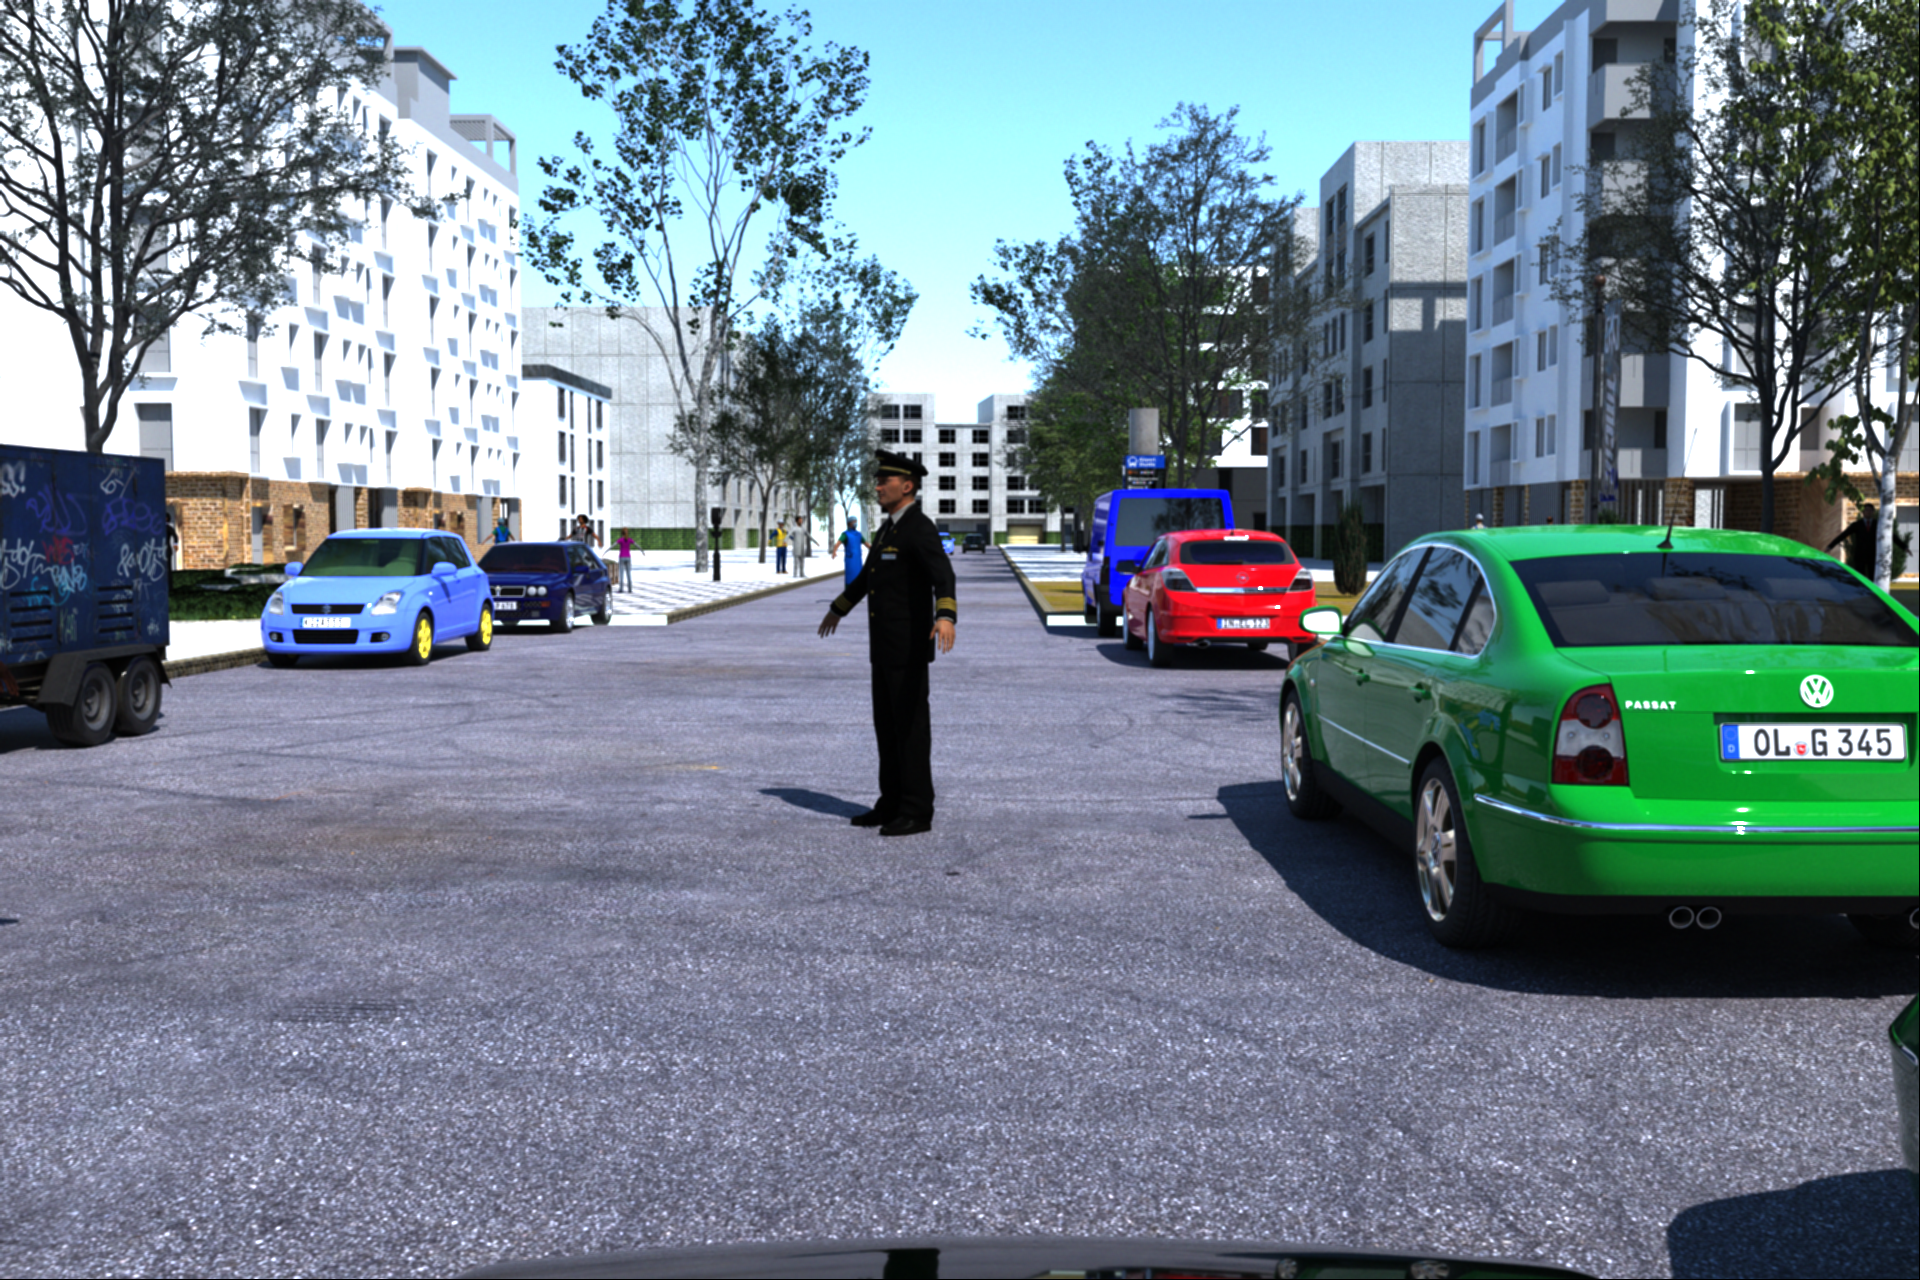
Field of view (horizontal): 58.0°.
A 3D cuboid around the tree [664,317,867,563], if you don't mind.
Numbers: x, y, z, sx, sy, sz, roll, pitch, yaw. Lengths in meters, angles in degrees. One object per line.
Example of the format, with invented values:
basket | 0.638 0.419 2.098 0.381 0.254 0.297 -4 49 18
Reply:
tree | -8.550 -8.600 75.027 8.767 10.594 7.601 -1 4 -21

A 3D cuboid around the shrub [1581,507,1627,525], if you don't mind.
shrub | 17.008 -2.516 45.564 1.690 2.028 1.600 0 3 0

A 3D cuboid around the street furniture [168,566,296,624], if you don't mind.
street furniture | -12.243 -0.877 29.967 5.734 0.657 10.072 1 4 11

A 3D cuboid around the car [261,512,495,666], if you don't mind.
car | -6.636 -0.632 19.933 1.945 1.707 3.694 0 4 1

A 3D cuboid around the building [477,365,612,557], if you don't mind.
building | -24.604 -9.651 99.946 9.099 9.664 28.070 0 4 1

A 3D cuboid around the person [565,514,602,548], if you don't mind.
person | -10.405 -2.540 47.670 1.345 1.843 0.704 1 4 20

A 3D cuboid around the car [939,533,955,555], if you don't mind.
car | -1.293 -6.717 119.410 1.945 1.707 3.694 0 4 1

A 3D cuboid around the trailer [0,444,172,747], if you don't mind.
trailer | -6.530 -0.257 11.244 1.471 1.999 3.904 0 4 1

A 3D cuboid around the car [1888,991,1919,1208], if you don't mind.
car | 2.519 0.656 1.066 2.131 1.459 4.920 0 3 0

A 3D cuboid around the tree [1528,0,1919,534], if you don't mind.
tree | 16.598 -7.627 35.065 12.009 13.543 11.850 0 3 0

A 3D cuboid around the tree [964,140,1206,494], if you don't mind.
tree | 6.131 -14.099 86.404 12.611 20.169 13.585 0 3 0

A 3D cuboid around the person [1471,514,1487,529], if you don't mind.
person | 14.609 -2.628 48.825 1.347 1.847 0.705 0 4 -7

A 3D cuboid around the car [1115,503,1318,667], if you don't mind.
car | 2.933 -0.681 20.171 2.155 1.783 4.494 0 4 0

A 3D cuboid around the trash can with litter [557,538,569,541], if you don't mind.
trash can with litter | -7.115 -1.273 31.867 1.678 1.210 2.233 0 4 2

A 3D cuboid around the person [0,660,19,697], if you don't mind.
person | -3.772 0.184 5.573 1.348 1.813 0.705 0 4 -5

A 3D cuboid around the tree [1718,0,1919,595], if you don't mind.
tree | 9.239 -4.061 16.766 4.737 8.622 4.395 0 3 0

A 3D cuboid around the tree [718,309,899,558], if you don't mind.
tree | -8.129 -11.244 94.210 12.009 13.543 11.850 0 3 0

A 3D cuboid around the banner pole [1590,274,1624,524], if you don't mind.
banner pole | 6.159 -1.625 16.579 0.401 3.779 0.863 0 4 1

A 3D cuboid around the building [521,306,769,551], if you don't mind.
building | -26.924 -17.359 150.272 16.747 18.905 31.486 0 4 1

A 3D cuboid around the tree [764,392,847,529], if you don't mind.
tree | -8.181 -8.171 83.953 4.360 8.622 3.978 0 3 0

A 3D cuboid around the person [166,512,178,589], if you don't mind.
person | -16.630 -1.795 36.064 1.216 1.740 0.721 2 4 34

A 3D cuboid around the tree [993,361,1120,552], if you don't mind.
tree | 7.211 -12.960 122.271 12.009 13.543 11.850 0 3 0

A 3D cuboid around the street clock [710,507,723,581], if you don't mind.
street clock | -6.622 -2.602 47.107 0.358 2.002 0.471 0 3 0

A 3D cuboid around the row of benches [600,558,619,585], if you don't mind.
row of benches | -8.946 -1.684 42.992 1.422 0.672 4.104 0 4 -6

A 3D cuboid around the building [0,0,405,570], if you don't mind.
building | -25.982 -11.943 51.685 16.016 20.090 11.380 0 4 1

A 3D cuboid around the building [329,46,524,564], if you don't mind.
building | -25.862 -12.985 68.721 16.016 20.090 11.380 0 4 1

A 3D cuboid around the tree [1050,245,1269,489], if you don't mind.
tree | 6.965 -8.236 60.411 9.928 11.665 9.643 0 3 0

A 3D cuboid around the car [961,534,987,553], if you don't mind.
car | 1.041 -7.330 129.635 2.009 1.686 4.222 0 4 1

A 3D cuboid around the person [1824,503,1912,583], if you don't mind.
person | 15.410 -1.422 29.430 1.347 1.806 0.705 1 4 21

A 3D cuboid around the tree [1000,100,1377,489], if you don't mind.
tree | 6.329 -8.447 48.485 12.009 13.543 11.850 0 3 0

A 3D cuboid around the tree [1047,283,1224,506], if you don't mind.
tree | 7.348 -9.444 72.532 7.486 12.596 7.792 0 3 0

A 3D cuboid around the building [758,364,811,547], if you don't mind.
building | -26.183 -19.459 184.607 16.747 18.905 31.486 0 4 2

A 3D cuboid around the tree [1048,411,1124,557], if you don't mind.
tree | 7.156 -9.026 97.943 4.737 8.622 4.395 0 3 0

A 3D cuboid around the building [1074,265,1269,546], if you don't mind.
building | 23.558 -18.583 147.806 27.936 21.610 32.646 0 4 1

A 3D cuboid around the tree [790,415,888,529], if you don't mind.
tree | -8.166 -11.725 126.110 8.767 10.594 7.601 -1 4 -23

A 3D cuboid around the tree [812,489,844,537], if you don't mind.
tree | -16.395 -16.423 218.873 4.360 8.622 3.978 0 3 0

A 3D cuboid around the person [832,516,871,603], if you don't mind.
person | -2.213 -1.683 36.109 0.704 1.817 1.347 3 5 43

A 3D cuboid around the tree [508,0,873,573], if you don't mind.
tree | -8.897 -12.368 58.101 12.611 20.169 13.585 0 3 0

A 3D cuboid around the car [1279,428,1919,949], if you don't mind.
car | 2.540 0.088 7.356 1.959 1.807 4.718 0 4 0

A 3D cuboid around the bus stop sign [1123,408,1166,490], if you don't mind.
bus stop sign | 3.866 -2.903 36.472 0.837 3.901 0.837 0 4 2

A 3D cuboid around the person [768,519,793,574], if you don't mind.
person | -5.718 -3.023 55.891 1.216 1.772 0.721 -3 5 -44

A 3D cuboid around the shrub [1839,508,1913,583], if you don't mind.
shrub | 23.512 -2.451 44.499 1.690 2.028 1.600 0 3 0

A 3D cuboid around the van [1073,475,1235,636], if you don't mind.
van | 2.888 -1.315 25.889 2.240 2.365 5.245 0 4 0

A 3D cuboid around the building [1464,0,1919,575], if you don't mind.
building | 23.962 -12.630 62.918 16.016 20.090 11.380 0 4 1

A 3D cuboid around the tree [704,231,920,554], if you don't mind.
tree | -9.214 -15.508 109.446 12.611 20.169 13.585 0 3 0

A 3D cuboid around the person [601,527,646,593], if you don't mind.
person | -7.279 -1.729 37.542 0.991 1.433 0.599 -2 4 -27

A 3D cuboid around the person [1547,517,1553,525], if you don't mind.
person | 17.619 -2.781 51.748 1.348 1.796 0.705 2 4 35

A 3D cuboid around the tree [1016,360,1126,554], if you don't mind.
tree | 7.337 -11.779 110.711 7.486 12.596 7.792 0 3 0

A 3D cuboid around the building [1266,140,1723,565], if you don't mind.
building | 26.264 -13.459 86.520 16.747 18.905 31.486 0 4 1

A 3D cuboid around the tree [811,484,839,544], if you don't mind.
tree | -17.895 -16.801 225.063 4.737 8.622 4.395 0 3 0

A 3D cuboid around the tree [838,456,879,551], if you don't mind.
tree | -6.821 -11.249 134.287 4.360 8.622 3.978 0 3 0

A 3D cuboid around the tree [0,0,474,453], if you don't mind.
tree | -12.412 -6.999 24.798 12.009 13.543 11.850 0 3 0

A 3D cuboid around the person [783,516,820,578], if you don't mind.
person | -4.701 -2.730 50.815 1.347 1.806 0.705 -3 5 -44

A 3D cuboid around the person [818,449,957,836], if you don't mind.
person | -0.315 0.000 8.388 0.705 1.837 1.347 -2 4 -29

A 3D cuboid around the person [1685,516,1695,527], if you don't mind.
person | 20.472 -2.597 48.682 0.704 1.802 1.346 1 4 20

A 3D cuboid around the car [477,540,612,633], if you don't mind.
car | -6.460 -0.834 26.223 1.945 1.354 3.894 0 4 1

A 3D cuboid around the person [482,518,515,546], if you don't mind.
person | -15.196 -3.127 57.252 0.704 1.817 1.347 3 4 38

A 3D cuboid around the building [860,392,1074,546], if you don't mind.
building | 3.256 -21.741 224.387 31.486 18.905 16.747 0 4 -6

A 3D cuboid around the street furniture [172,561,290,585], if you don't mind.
street furniture | -16.236 -1.689 43.242 5.734 0.657 10.072 2 4 25
